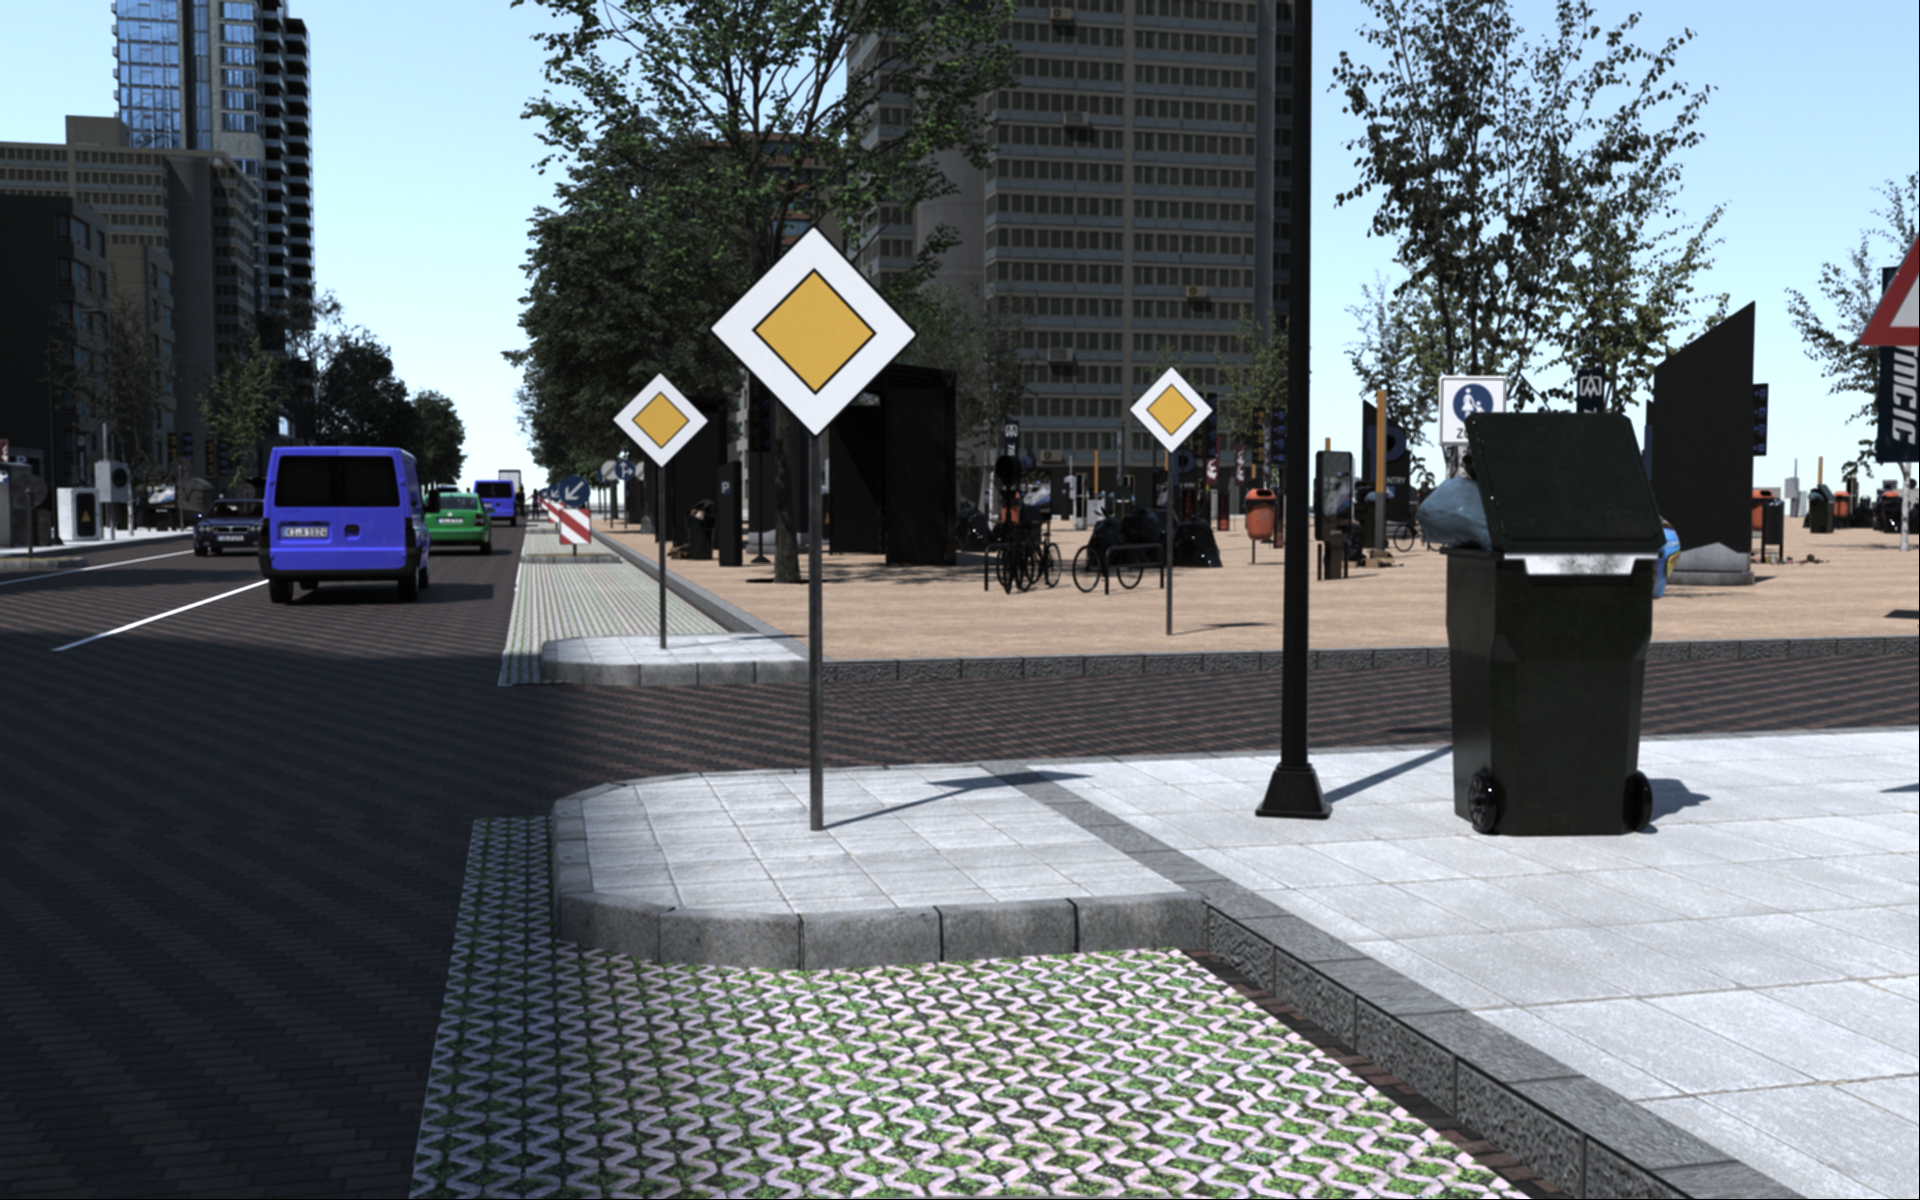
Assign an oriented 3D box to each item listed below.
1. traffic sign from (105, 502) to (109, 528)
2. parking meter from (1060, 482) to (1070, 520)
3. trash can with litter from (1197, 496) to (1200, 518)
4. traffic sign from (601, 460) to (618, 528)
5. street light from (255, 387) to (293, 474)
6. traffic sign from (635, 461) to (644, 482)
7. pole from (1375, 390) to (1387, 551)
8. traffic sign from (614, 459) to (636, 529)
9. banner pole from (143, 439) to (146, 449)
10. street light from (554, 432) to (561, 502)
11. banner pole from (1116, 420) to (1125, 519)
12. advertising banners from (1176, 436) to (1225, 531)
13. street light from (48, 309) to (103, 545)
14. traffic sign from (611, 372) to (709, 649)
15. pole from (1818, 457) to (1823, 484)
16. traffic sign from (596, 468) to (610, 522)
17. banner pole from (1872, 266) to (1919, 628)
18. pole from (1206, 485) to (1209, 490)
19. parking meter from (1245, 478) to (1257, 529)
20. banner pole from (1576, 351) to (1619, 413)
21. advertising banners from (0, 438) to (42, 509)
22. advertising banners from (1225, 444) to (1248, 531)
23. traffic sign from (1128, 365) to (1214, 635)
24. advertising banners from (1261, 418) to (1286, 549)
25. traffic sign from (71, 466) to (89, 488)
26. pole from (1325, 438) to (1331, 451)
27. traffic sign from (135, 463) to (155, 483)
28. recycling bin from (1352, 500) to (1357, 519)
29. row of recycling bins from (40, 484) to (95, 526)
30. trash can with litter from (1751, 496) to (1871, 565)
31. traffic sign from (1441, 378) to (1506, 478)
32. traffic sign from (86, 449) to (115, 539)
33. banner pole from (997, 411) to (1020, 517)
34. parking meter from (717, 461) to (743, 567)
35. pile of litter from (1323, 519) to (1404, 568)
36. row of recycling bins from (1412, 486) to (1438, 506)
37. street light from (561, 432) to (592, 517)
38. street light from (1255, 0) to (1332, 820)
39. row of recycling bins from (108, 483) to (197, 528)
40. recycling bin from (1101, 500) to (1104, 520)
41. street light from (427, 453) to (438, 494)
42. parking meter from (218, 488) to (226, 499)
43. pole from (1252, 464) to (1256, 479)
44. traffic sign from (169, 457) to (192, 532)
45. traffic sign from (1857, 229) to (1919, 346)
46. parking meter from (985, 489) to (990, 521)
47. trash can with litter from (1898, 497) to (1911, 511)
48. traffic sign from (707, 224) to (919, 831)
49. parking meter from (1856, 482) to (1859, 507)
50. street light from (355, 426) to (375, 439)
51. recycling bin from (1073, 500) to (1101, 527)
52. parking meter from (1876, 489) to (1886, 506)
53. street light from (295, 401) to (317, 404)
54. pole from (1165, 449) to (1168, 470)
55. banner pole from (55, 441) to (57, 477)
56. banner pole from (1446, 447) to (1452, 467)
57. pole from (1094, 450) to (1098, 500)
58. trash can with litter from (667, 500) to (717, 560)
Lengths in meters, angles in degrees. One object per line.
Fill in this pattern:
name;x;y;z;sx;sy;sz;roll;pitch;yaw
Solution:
traffic sign;-32.385;-4.012;65.705;0.768;2.556;0.104;-1;4;-9
parking meter;5.141;-4.835;84.765;0.399;1.863;0.255;2;4;31
trash can with litter;8.370;-3.251;64.209;2.233;1.210;1.678;-1;4;-9
traffic sign;-13.087;-3.969;65.000;0.768;2.556;0.104;-1;4;-12
street light;-29.965;-6.286;75.313;1.470;5.913;1.316;-1;4;-14
traffic sign;-12.300;-4.118;67.437;0.768;2.556;0.104;-1;4;-10
pole;8.298;-2.465;34.138;0.158;3.312;0.155;0;3;0
traffic sign;-12.267;-3.877;63.495;0.768;2.556;0.104;0;4;-6
banner pole;-37.519;-5.481;79.635;0.401;3.779;0.863;-3;5;-45
street light;-29.480;-9.623;129.880;1.470;5.913;1.316;-1;4;-14
banner pole;5.421;-4.183;58.407;0.401;3.779;0.863;2;4;26
advertising banners;6.901;-3.435;52.354;2.074;3.025;0.090;2;4;24
street light;-22.187;-4.339;43.487;1.470;5.913;1.316;-1;4;-14
traffic sign;-2.464;-0.652;14.303;0.795;2.450;0.064;-1;4;-14
pole;46.823;-6.144;94.304;0.158;3.312;0.155;0;3;0
traffic sign;-16.523;-4.925;80.624;0.768;2.556;0.104;-1;4;-11
banner pole;9.234;-1.627;16.625;0.863;3.779;0.401;3;5;43
pole;10.814;-5.015;75.836;0.158;3.312;0.155;0;3;0
parking meter;10.600;-3.508;63.072;0.399;1.863;0.255;-1;4;-21
banner pole;11.275;-2.480;30.566;0.863;3.779;0.401;1;4;14
advertising banners;-29.378;-3.544;54.139;2.074;3.025;0.090;2;4;30
advertising banners;9.124;-3.909;60.098;2.074;3.025;0.090;-2;4;-27
traffic sign;1.896;-0.885;15.655;0.795;2.450;0.064;-1;4;-9
advertising banners;7.548;-2.733;40.874;0.090;3.025;2.074;2;4;35
traffic sign;-31.957;-3.720;62.953;0.606;2.300;0.079;0;4;-7
pole;13.268;-4.203;62.563;0.158;3.312;0.155;0;3;0
traffic sign;-33.259;-4.321;70.747;0.768;2.556;0.104;-1;4;-12
recycling bin;16.310;-3.608;71.542;0.722;1.027;0.722;-1;4;-10
row of recycling bins;-35.745;-3.778;68.885;3.534;1.692;1.069;0;4;7
trash can with litter;15.470;-1.294;32.210;2.233;1.210;1.678;-2;4;-28
traffic sign;4.436;-0.792;15.082;0.606;2.300;0.079;0;4;-6
traffic sign;-24.422;-3.005;49.243;0.768;2.556;0.104;-1;4;-11
banner pole;1.394;-3.785;51.899;0.863;3.779;0.401;1;4;23
parking meter;-4.071;-1.525;30.638;0.399;1.863;0.255;2;4;33
pile of litter;7.125;-1.012;30.512;1.719;0.858;1.176;-1;4;-20
row of recycling bins;24.513;-5.241;92.796;3.534;1.692;1.069;-1;4;-20
street light;-21.638;-7.678;98.069;1.470;5.913;1.316;-1;4;-14
street light;0.819;-2.088;6.680;1.470;5.913;1.316;-1;4;-14
row of recycling bins;-31.163;-3.680;67.284;3.534;1.692;1.069;-2;4;-25
recycling bin;5.792;-3.754;73.935;0.722;1.027;0.722;0;4;3
street light;-60.380;-13.798;198.143;1.470;5.913;1.316;-1;4;-14
parking meter;-31.633;-4.026;74.229;0.372;1.533;0.369;0;3;0
pole;13.683;-5.309;80.638;0.158;3.312;0.155;0;3;0
traffic sign;-26.476;-3.594;58.865;0.768;2.556;0.104;0;4;-5
traffic sign;3.651;-0.386;6.320;0.884;2.594;0.081;0;4;-7
parking meter;1.356;-4.498;81.946;0.372;1.533;0.369;0;3;0
trash can with litter;39.031;-3.680;71.555;1.055;1.170;0.624;-2;4;-31
traffic sign;-0.550;-0.178;6.550;0.795;2.450;0.064;-1;4;-14
parking meter;43.521;-4.809;84.344;0.399;1.863;0.255;-2;4;-35
street light;-40.569;-8.900;118.063;1.470;5.913;1.316;-1;4;-14
recycling bin;4.931;-3.397;68.087;0.722;1.027;0.722;-2;4;-28
parking meter;42.634;-4.389;80.171;0.372;1.533;0.369;0;3;0
street light;-32.716;-6.955;86.255;1.470;5.913;1.316;-1;4;-14
pole;8.208;-4.562;68.437;0.158;3.312;0.155;0;3;0
banner pole;-42.492;-5.591;81.435;0.401;3.779;0.863;-2;4;-27
banner pole;22.835;-5.528;80.396;0.401;3.779;0.863;-2;4;-29
pole;6.374;-5.330;80.985;0.158;3.312;0.155;0;3;0
trash can with litter;-5.273;-1.371;33.795;1.055;1.170;0.624;2;4;30
